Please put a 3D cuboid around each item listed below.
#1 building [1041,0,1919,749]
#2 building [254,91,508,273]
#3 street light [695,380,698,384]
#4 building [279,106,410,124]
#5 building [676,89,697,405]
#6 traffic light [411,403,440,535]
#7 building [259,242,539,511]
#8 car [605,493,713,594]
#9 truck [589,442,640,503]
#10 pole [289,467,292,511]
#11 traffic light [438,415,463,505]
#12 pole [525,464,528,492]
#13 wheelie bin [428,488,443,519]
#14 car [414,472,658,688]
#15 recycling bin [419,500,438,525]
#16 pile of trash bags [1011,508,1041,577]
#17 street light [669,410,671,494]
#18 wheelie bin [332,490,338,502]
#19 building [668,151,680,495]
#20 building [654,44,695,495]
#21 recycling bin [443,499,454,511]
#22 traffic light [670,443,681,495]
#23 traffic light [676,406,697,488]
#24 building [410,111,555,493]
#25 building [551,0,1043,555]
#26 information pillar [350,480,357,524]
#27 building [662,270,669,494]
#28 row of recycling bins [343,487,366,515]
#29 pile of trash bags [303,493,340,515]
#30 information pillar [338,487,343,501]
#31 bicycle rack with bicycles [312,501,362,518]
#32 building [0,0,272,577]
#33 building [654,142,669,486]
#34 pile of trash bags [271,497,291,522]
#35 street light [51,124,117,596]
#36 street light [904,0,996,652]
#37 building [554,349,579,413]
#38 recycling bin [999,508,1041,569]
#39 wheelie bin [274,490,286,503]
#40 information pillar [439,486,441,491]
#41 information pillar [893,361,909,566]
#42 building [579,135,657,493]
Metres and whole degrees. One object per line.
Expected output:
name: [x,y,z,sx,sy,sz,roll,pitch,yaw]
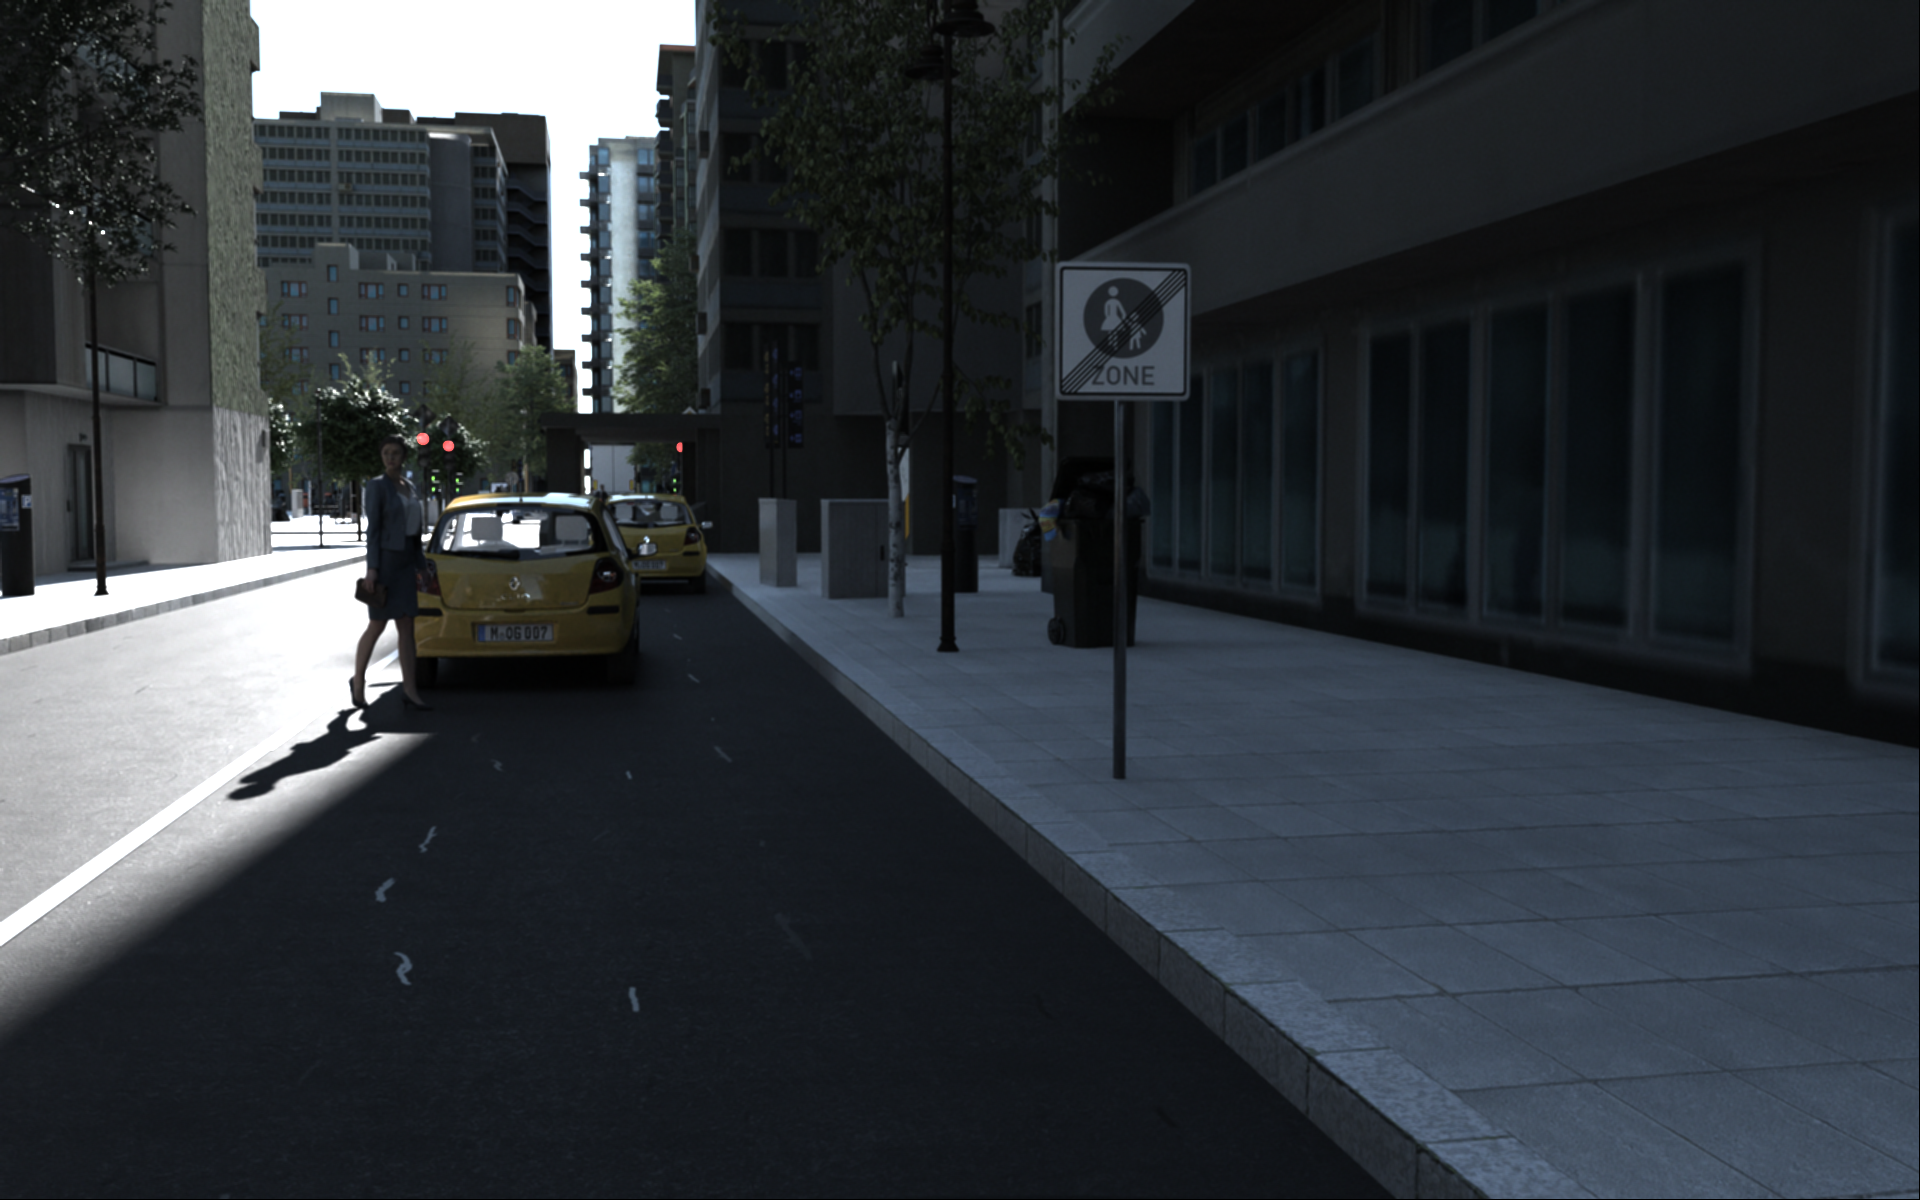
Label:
building: [13.526,-23.813,13.051,21.300,48.544,21.600,-1,4,-11]
building: [-58.208,-29.375,172.161,32.217,40.220,23.993,-1,4,-11]
street light: [-8.151,-5.028,54.988,0.468,5.910,1.993,-1,4,-11]
building: [-68.625,-33.435,196.779,14.200,45.320,14.600,-1,4,-11]
building: [-13.257,-21.804,128.191,14.160,30.474,14.107,-1,4,-11]
traffic light: [-16.590,-3.964,53.729,0.839,4.253,0.868,-1,4,-11]
building: [-50.825,-18.485,147.274,27.650,21.520,28.899,-1,4,-11]
car: [-4.737,-0.978,26.210,2.015,1.641,3.980,-1,4,-10]
truck: [-19.296,-6.597,96.776,2.839,4.237,11.283,-1,4,-11]
pole: [-50.343,-8.347,130.322,0.158,3.312,0.155,0,3,0]
traffic light: [-18.117,-4.443,61.567,0.839,4.253,0.868,-1,4,-11]
pole: [-29.326,-7.544,117.193,0.158,3.312,0.155,0,3,0]
wheelie bin: [-25.261,-4.617,83.390,0.693,1.594,0.980,-2,4,-31]
car: [-3.522,-0.251,14.322,2.015,1.641,3.980,-1,4,-10]
recycling bin: [-21.899,-3.575,71.013,0.722,1.027,0.722,2,4,31]
pile of trash bags: [2.631,-1.068,27.207,3.447,1.369,1.912,-1,4,-21]
street light: [-15.943,-7.495,95.337,0.468,5.910,1.993,-1,4,-11]
wheelie bin: [-46.787,-7.485,130.286,0.693,1.594,0.980,1,4,16]
building: [-17.422,-23.055,148.653,14.160,30.474,14.107,-1,4,-11]
building: [-18.518,-31.535,170.229,22.147,44.769,28.867,-1,4,-11]
recycling bin: [-25.523,-4.542,86.821,0.722,1.027,0.722,-2,4,-23]
traffic light: [-10.158,-4.539,63.128,0.839,4.253,0.868,-1,4,-11]
traffic light: [-8.631,-4.059,55.290,0.839,4.253,0.868,-1,4,-11]
building: [-54.389,-33.603,199.522,14.200,45.320,14.600,-1,4,-11]
building: [5.901,-21.535,43.975,32.217,40.220,23.993,-1,4,-11]
information pillar: [-26.066,-4.284,74.543,0.304,2.012,0.304,-1,4,-23]
building: [-25.803,-25.651,191.101,14.160,30.474,14.107,-1,4,-11]
row of recycling bins: [-37.542,-6.240,109.140,1.069,1.692,3.534,1,4,16]
pile of trash bags: [-39.877,-5.974,107.434,1.912,1.369,3.447,0,4,4]
information pillar: [-45.139,-7.442,126.162,0.304,2.012,0.304,0,4,-7]
bicycle rack with bicycles: [-33.249,-4.875,93.087,2.852,0.926,2.925,2,4,32]
building: [-20.148,-21.027,27.391,14.154,41.232,14.086,-1,4,-11]
building: [-28.954,-31.891,205.019,14.154,41.232,14.086,-1,4,-11]
pile of trash bags: [-32.663,-4.312,80.258,3.447,1.369,1.912,2,4,32]
street light: [-10.888,-2.997,21.797,0.468,5.910,1.993,-1,4,-11]
street light: [-0.098,-2.519,13.967,0.468,5.910,1.993,-1,4,-11]
building: [-65.451,-23.479,228.919,28.899,21.520,27.650,-1,4,-11]
recycling bin: [1.098,-1.072,30.075,0.722,1.027,0.722,-1,4,-12]
wheelie bin: [-51.016,-7.460,129.871,0.980,1.594,0.693,1,4,9]
information pillar: [-26.872,-5.172,89.047,0.304,2.012,0.304,-2,4,-26]
information pillar: [-1.059,-2.418,30.887,0.183,3.616,0.504,2,4,25]
building: [-35.231,-37.480,232.412,30.456,49.044,23.786,-1,4,-11]
